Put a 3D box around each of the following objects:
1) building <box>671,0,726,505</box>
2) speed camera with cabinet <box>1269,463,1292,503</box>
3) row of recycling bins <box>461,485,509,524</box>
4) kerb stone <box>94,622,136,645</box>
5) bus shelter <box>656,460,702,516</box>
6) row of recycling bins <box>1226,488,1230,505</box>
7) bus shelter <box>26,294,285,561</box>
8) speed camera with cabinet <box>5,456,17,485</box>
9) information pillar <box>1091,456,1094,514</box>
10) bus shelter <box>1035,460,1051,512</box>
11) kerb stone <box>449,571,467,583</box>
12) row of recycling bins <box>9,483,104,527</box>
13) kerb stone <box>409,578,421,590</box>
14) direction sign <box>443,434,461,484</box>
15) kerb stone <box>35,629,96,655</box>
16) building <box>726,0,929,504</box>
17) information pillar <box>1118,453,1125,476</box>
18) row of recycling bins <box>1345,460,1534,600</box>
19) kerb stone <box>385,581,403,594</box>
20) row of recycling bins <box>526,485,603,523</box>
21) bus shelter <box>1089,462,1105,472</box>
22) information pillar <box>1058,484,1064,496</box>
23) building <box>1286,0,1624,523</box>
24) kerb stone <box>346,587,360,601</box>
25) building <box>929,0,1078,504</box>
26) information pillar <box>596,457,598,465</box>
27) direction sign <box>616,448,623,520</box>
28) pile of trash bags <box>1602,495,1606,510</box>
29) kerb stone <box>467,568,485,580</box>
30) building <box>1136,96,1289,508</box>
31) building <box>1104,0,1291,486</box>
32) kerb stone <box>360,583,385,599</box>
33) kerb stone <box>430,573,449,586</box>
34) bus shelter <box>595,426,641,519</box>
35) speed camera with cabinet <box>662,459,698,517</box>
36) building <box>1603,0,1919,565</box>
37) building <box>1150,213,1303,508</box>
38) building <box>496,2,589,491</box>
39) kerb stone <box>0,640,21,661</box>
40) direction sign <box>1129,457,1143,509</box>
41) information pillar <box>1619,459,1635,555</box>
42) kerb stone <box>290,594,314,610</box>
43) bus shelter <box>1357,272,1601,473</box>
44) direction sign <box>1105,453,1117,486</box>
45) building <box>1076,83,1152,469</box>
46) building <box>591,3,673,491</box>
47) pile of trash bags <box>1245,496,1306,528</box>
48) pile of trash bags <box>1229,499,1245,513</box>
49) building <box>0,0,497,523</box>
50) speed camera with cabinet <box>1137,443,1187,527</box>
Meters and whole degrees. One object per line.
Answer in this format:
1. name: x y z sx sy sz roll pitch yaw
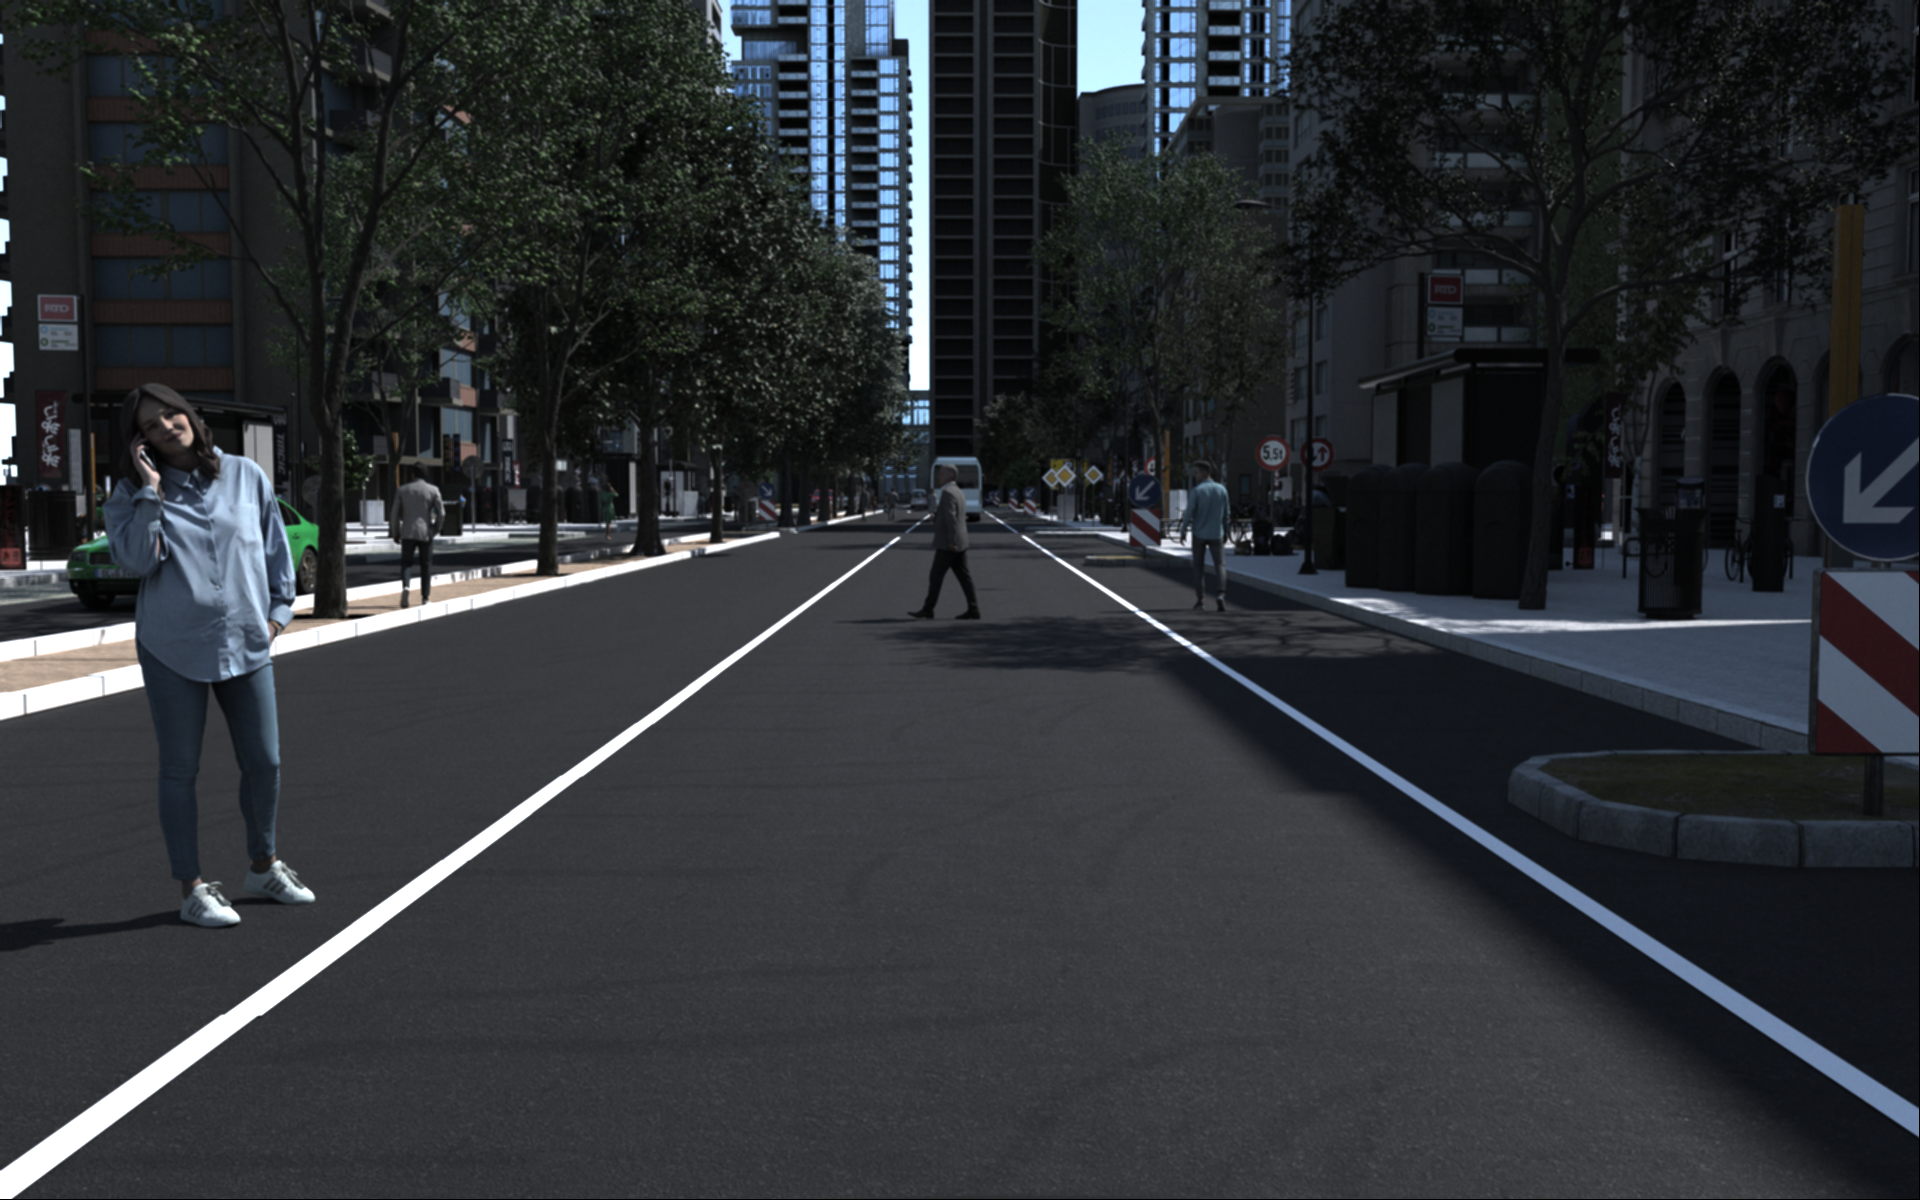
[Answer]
1. building: -41.077 -39.884 194.107 28.212 58.520 21.231 0 3 0
2. speed camera with cabinet: 17.579 -6.159 95.043 0.660 3.252 2.038 -1 4 -11
3. row of recycling bins: -21.106 -4.170 75.288 1.069 1.692 3.534 2 4 31
4. kerb stone: -8.211 0.331 16.800 0.120 0.150 1.000 0 3 0
5. bus shelter: -16.949 -6.747 104.242 2.014 3.302 5.546 0 3 0
6. row of recycling bins: 15.480 -5.894 103.482 1.069 1.692 3.534 1 4 19
7. bus shelter: -17.385 -3.660 37.476 2.179 5.291 8.768 0 3 0
8. speed camera with cabinet: -48.997 -5.801 89.178 0.660 3.252 2.038 0 4 -7
9. information pillar: 8.173 -7.084 107.174 0.183 3.616 0.504 0 4 -7
10. bus shelter: 6.268 -7.926 120.879 1.731 3.624 6.357 0 3 0
11. kerb stone: -8.224 -0.355 28.056 0.120 0.150 1.000 0 3 0
12. row of recycling bins: -35.441 -3.709 67.758 3.534 1.692 1.069 -1 4 -22
13. kerb stone: -8.215 -0.233 26.012 0.120 0.150 1.000 0 3 0
14. direction sign: -19.177 -4.489 65.395 0.876 3.537 0.379 2 4 29
15. kerb stone: -8.207 0.392 15.778 0.120 0.150 1.000 0 3 0
16. building: -19.740 -56.967 244.074 31.000 86.520 22.319 0 3 0
17. information pillar: 9.179 -6.536 98.224 0.504 3.616 0.183 3 4 36
18. row of recycling bins: 6.212 -0.946 22.573 1.069 1.692 3.534 -1 4 -21
19. kerb stone: -8.215 -0.171 24.986 0.120 0.150 1.000 0 3 0
20. row of recycling bins: -17.646 -4.306 77.516 3.534 1.692 1.069 -3 4 -36
21. bus shelter: 8.405 -7.163 111.041 2.014 3.302 5.546 0 3 0
22. information pillar: 5.503 -5.423 93.157 0.304 2.012 0.304 -2 4 -35
23. building: 23.701 -24.348 81.678 14.086 41.232 14.154 0 3 0
24. kerb stone: -8.217 -0.046 22.942 0.120 0.150 1.000 0 3 0
25. building: 6.066 -49.248 243.454 20.611 71.187 20.563 0 3 0
26. information pillar: -22.718 -7.114 107.663 0.504 3.616 0.183 -1 4 -19
27. direction sign: -16.665 -5.660 84.537 0.379 3.537 0.876 -1 4 -11
28. pile of trash bags: 16.305 -2.341 48.031 3.447 1.369 1.912 -1 4 -15
29. kerb stone: -8.223 -0.417 29.078 0.120 0.150 1.000 0 3 0
30. building: 32.767 -28.765 162.192 32.217 40.220 23.993 0 3 0
31. building: 28.295 -53.550 188.220 22.319 86.520 31.000 0 3 0
32. kerb stone: -8.213 -0.108 23.964 0.120 0.150 1.000 0 3 0
33. kerb stone: -8.226 -0.296 27.033 0.120 0.150 1.000 0 3 0
34. bus shelter: -17.679 -6.836 89.394 2.179 5.291 8.768 0 3 0
35. speed camera with cabinet: -15.996 -6.398 98.951 2.038 3.252 0.660 -3 4 -37
36. building: 23.156 -11.739 33.731 13.314 21.916 24.055 0 3 0
37. building: 28.747 -16.890 121.198 27.650 21.520 28.899 0 3 0
38. building: -33.652 -26.616 118.759 14.154 41.232 14.086 0 3 0
39. kerb stone: -8.215 0.455 14.757 0.120 0.150 1.000 0 3 0
40. direction sign: 10.687 -6.936 105.404 0.876 3.537 0.379 -1 4 -11
41. information pillar: 14.103 -1.959 36.523 0.304 2.012 0.304 1 4 9
42. kerb stone: -8.231 0.017 21.920 0.120 0.150 1.000 0 3 0
43. bus shelter: 8.129 -3.151 29.149 2.179 5.291 8.768 0 3 0
44. direction sign: 8.448 -6.410 96.795 0.876 3.537 0.379 -3 4 -38
45. building: 30.476 -42.999 245.030 28.212 58.520 21.231 0 3 0
46. building: -37.649 -51.469 154.195 22.319 86.520 31.000 0 3 0
47. pile of trash bags: 12.988 -3.466 66.415 3.447 1.369 1.912 0 4 -7
48. pile of trash bags: 12.275 -4.307 80.170 1.912 1.369 3.447 -3 4 -36
49. building: -35.874 -26.581 89.228 22.147 44.769 28.867 0 3 0
50. speed camera with cabinet: 7.851 -4.458 67.217 2.038 3.252 0.660 3 5 44
